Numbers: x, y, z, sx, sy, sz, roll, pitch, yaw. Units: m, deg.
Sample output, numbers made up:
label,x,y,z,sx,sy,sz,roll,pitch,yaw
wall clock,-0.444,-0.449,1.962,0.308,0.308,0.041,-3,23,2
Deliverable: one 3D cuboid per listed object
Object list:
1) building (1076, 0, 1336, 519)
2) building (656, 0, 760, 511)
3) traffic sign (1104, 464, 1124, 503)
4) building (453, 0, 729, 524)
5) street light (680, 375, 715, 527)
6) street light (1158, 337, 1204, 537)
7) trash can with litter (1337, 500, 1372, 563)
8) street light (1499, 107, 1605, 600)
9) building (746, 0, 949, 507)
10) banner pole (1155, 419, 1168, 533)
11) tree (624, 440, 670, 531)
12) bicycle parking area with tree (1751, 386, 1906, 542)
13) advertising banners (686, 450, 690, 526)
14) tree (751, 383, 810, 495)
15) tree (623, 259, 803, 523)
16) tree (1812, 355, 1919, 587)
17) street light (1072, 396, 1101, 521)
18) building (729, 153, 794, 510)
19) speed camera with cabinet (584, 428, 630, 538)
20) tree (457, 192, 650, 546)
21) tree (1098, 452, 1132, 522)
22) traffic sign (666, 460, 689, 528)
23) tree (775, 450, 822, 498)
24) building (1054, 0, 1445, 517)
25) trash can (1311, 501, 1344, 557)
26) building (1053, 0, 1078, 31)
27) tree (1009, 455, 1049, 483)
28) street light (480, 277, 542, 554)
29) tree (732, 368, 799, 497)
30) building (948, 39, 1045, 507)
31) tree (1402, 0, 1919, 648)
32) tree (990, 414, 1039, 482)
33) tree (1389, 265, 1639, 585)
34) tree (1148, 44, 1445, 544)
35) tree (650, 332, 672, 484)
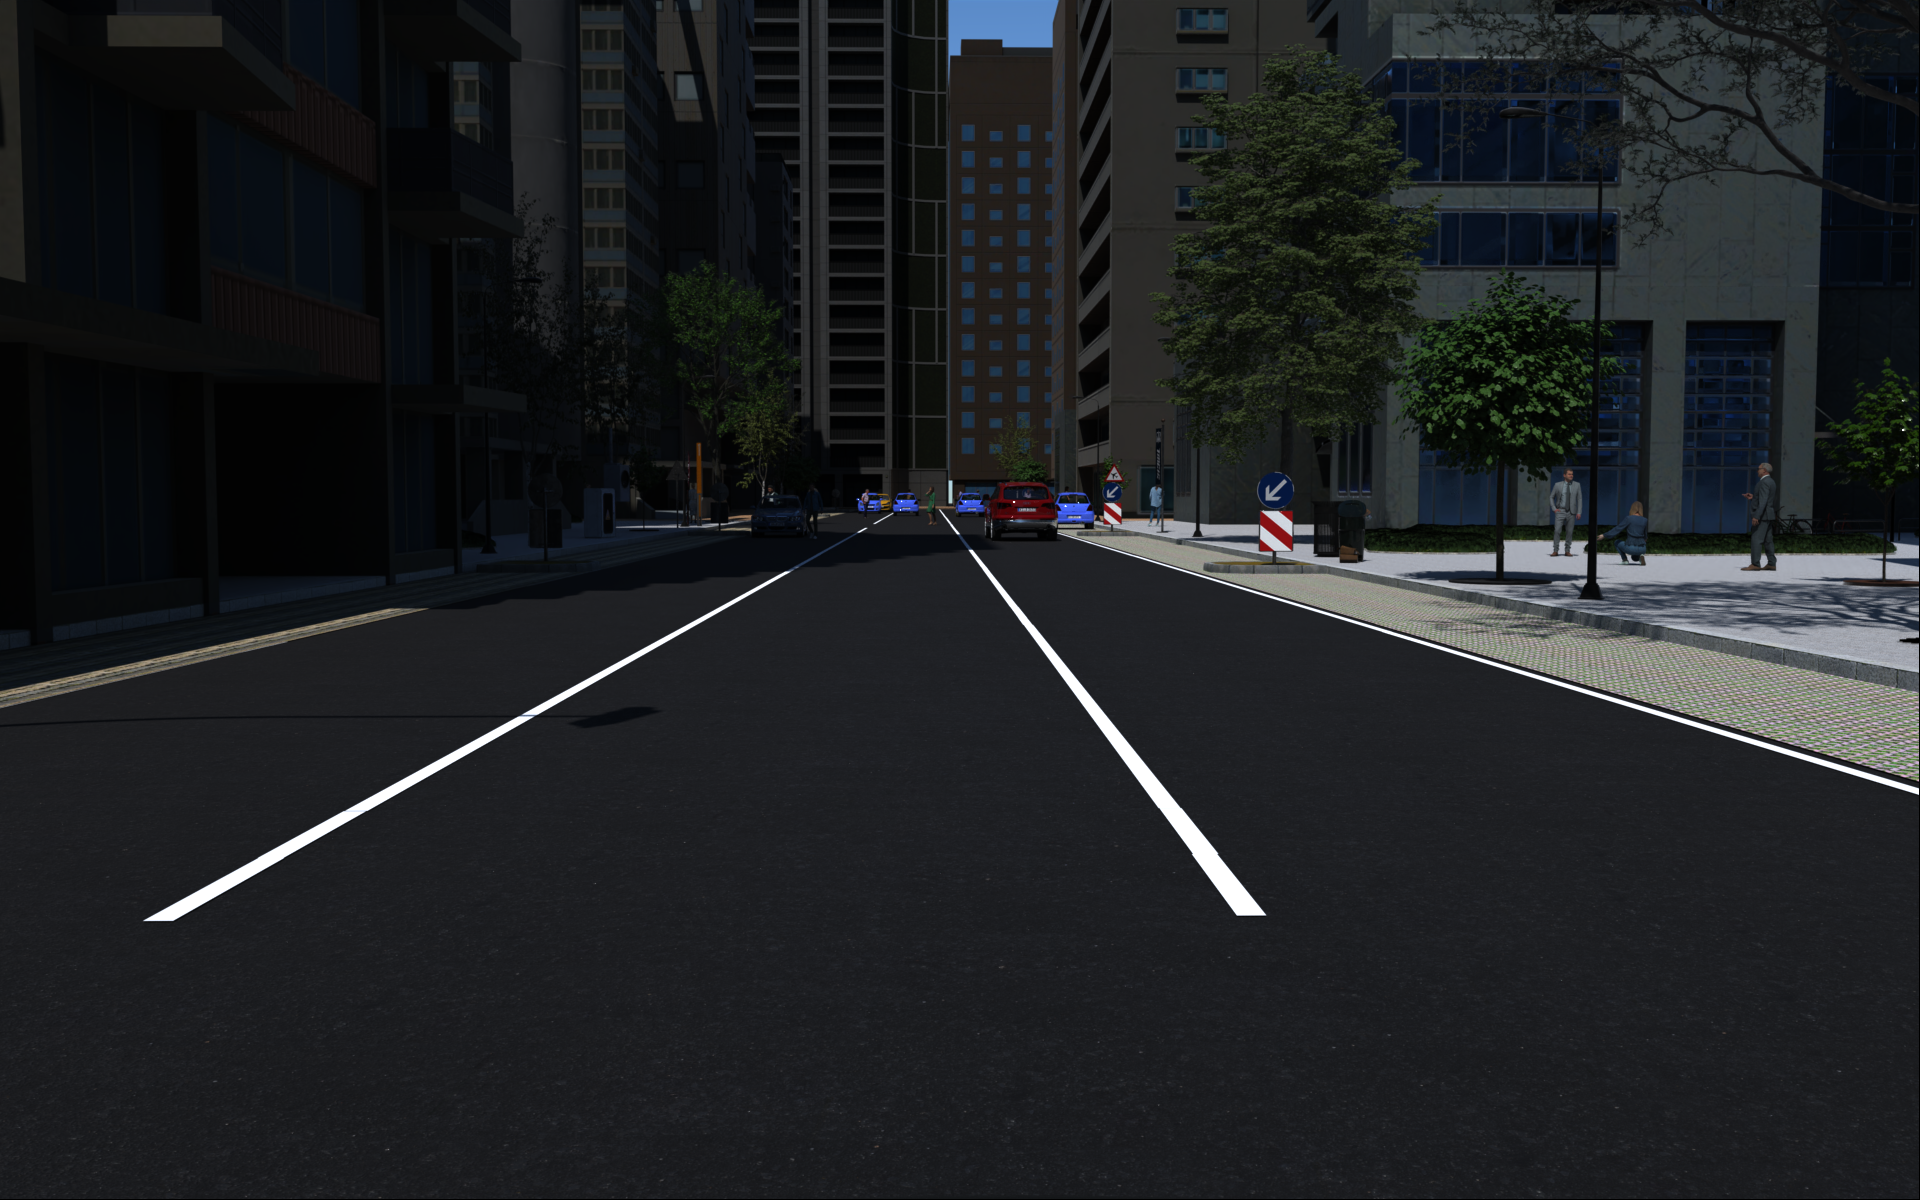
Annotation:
label,x,y,z,sx,sy,sz,roll,pitch,yaw
building,18.294,-29.102,99.517,21.300,48.544,21.600,0,4,-1
building,-28.638,-32.443,119.689,28.713,52.752,27.495,0,4,-1
traffic sign,6.587,-4.525,73.993,0.884,2.594,0.081,1,4,8
building,-29.638,-24.602,94.122,32.217,40.220,23.993,0,4,-1
street light,-10.269,-5.827,67.816,1.470,5.913,1.316,0,4,-1
street light,6.553,-4.829,51.497,1.470,5.913,1.316,0,4,-1
trash can with litter,7.411,-1.296,32.575,0.624,1.170,1.055,1,4,14
street light,7.174,-2.963,20.983,1.470,5.913,1.316,0,4,-1
building,-11.431,-45.137,176.241,20.611,71.187,20.563,0,4,-1
banner pole,6.678,-4.145,57.793,0.401,3.779,0.863,-1,4,-16
tree,-11.088,-3.996,59.944,1.663,3.219,1.824,0,3,0
bicycle parking area with tree,25.734,-3.476,43.838,9.016,4.147,8.231,0,4,-8
advertising banners,-10.981,-4.509,69.902,0.090,3.025,2.074,-1,4,-11
tree,-11.959,-10.090,115.329,4.360,8.622,3.978,0,3,0
tree,-11.105,-9.316,78.066,9.928,11.665,9.643,0,3,0
tree,12.902,-1.821,24.377,1.663,3.219,1.824,0,3,0
street light,6.018,-6.707,82.206,1.470,5.913,1.316,0,4,-1
building,-21.551,-23.096,149.319,14.107,30.474,14.160,0,4,-1
speed camera with cabinet,-10.405,-3.469,51.061,0.660,3.252,2.038,1,4,13
tree,-10.416,-5.618,42.210,4.360,8.622,3.978,0,3,0
tree,6.850,-5.178,79.262,1.663,3.219,1.824,0,3,0
traffic sign,-10.656,-3.993,65.285,0.884,2.594,0.081,0,4,4
tree,-13.043,-9.397,137.354,4.285,4.588,4.351,0,3,0
building,19.221,-49.667,124.721,22.319,86.520,31.000,0,4,-1
trash can,7.525,-1.448,35.322,0.748,1.137,0.748,0,3,0
building,15.312,-30.512,148.988,14.600,45.320,14.200,0,4,-1
tree,5.820,-9.853,144.813,4.285,4.588,4.351,0,3,0
street light,-9.643,-3.957,37.238,1.470,5.913,1.316,0,4,-1
tree,-11.417,-9.179,100.432,4.737,8.622,4.395,0,3,0
building,6.025,-32.071,174.472,14.200,45.320,14.600,0,4,-1
tree,8.729,-6.353,14.238,12.009,13.543,11.850,0,3,0
tree,5.003,-12.677,157.631,4.737,8.622,4.395,0,3,0
tree,7.912,-2.523,24.969,4.285,4.588,4.351,0,3,0
tree,8.752,-7.707,44.132,7.486,12.596,7.792,0,3,0
tree,-11.310,-6.468,56.116,4.360,8.622,3.978,0,3,0
